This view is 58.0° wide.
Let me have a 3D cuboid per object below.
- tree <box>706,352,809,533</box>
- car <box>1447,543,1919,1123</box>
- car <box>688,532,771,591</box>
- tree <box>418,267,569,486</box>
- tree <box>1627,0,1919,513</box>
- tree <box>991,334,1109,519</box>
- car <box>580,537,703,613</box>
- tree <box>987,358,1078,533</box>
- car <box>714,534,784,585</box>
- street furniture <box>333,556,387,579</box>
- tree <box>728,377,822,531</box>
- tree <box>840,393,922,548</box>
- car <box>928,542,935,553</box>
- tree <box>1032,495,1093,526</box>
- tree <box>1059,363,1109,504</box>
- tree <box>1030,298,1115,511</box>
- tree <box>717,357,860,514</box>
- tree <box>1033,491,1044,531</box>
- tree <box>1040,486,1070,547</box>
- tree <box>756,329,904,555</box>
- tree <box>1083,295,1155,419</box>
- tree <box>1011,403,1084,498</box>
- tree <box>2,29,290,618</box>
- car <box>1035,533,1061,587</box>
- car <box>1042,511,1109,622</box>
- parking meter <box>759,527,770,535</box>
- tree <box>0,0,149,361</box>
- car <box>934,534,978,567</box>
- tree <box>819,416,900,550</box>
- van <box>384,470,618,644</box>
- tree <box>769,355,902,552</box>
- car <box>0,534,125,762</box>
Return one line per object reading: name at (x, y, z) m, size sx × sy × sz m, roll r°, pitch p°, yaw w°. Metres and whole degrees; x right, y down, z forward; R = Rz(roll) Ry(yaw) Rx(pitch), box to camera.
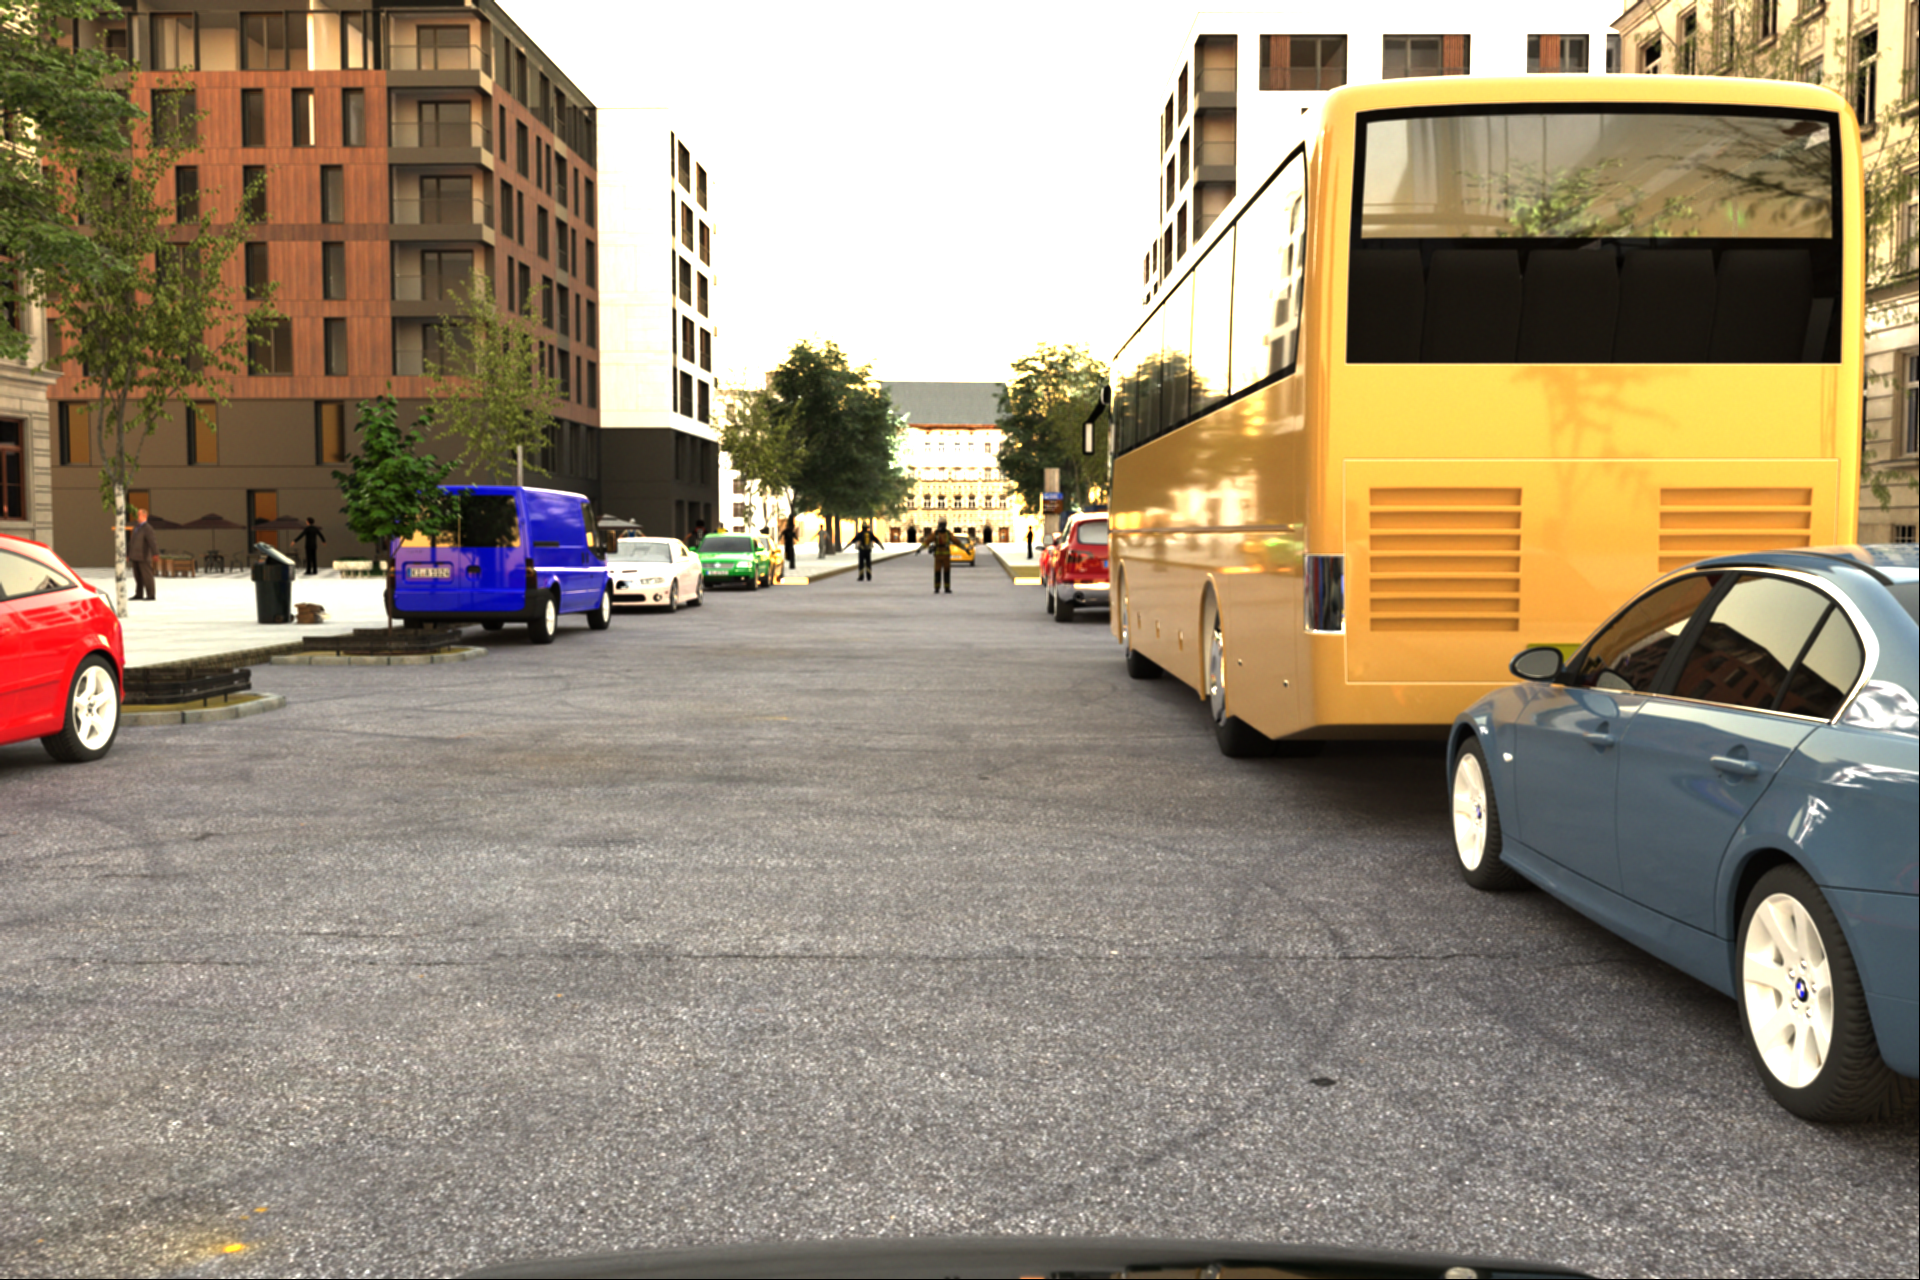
tree at (-8.469, -7.398, 71.320) m, size 4.737 × 8.622 × 4.395 m, roll 0°, pitch 3°, yaw 0°
car at (2.906, 0.398, 5.503) m, size 2.014 × 1.417 × 4.499 m, roll 0°, pitch 4°, yaw 1°
car at (-6.004, -2.226, 45.184) m, size 1.959 × 1.807 × 4.718 m, roll 0°, pitch 4°, yaw 0°
tree at (-12.602, -5.943, 47.534) m, size 4.737 × 8.622 × 4.395 m, roll 0°, pitch 3°, yaw 0°
tree at (9.508, -4.289, 20.489) m, size 4.360 × 8.622 × 3.978 m, roll 0°, pitch 3°, yaw 0°
tree at (6.548, -12.385, 109.149) m, size 9.857 × 13.997 × 8.962 m, roll 0°, pitch 3°, yaw 0°
car at (-6.087, -1.264, 33.036) m, size 2.083 × 1.381 × 4.827 m, roll 0°, pitch 4°, yaw 1°
tree at (6.975, -12.858, 120.591) m, size 12.009 × 13.543 × 11.850 m, roll 0°, pitch 3°, yaw 0°
car at (-6.072, -2.419, 49.774) m, size 2.015 × 1.641 × 3.980 m, roll 0°, pitch 3°, yaw 0°
street furniture at (-13.739, -2.230, 52.091) m, size 10.072 × 0.657 × 5.734 m, roll 0°, pitch 4°, yaw -2°
tree at (-9.321, -8.023, 81.537) m, size 4.360 × 8.622 × 3.978 m, roll 0°, pitch 3°, yaw 0°
tree at (-8.172, -15.289, 156.625) m, size 9.857 × 13.997 × 8.962 m, roll 0°, pitch 3°, yaw 0°
car at (-1.468, -7.282, 128.841) m, size 2.009 × 1.686 × 4.222 m, roll 0°, pitch 4°, yaw 1°
tree at (14.137, -20.707, 245.206) m, size 9.857 × 13.997 × 8.962 m, roll 0°, pitch 3°, yaw 0°
tree at (6.360, -7.663, 75.657) m, size 4.737 × 8.622 × 4.395 m, roll 0°, pitch 3°, yaw 0°
tree at (3.846, -6.366, 54.452) m, size 4.360 × 8.622 × 3.978 m, roll 0°, pitch 3°, yaw 0°
tree at (-9.156, -9.656, 92.286) m, size 8.767 × 10.594 × 7.601 m, roll 1°, pitch 4°, yaw 10°
tree at (7.320, -11.592, 139.898) m, size 4.737 × 8.622 × 4.395 m, roll 0°, pitch 3°, yaw 0°
tree at (7.142, -12.369, 152.601) m, size 4.360 × 8.622 × 3.978 m, roll 0°, pitch 3°, yaw 0°
tree at (-8.096, -12.263, 107.162) m, size 9.857 × 13.997 × 8.962 m, roll 0°, pitch 3°, yaw 0°
tree at (8.627, -7.817, 62.223) m, size 8.767 × 10.594 × 7.601 m, roll 0°, pitch 4°, yaw 3°
tree at (7.067, -12.583, 131.488) m, size 9.928 × 11.665 × 9.643 m, roll 0°, pitch 3°, yaw 0°
tree at (-12.683, -4.655, 26.464) m, size 4.737 × 8.622 × 4.395 m, roll 0°, pitch 3°, yaw 0°
car at (3.191, -2.419, 48.587) m, size 2.155 × 1.783 × 4.494 m, roll 0°, pitch 4°, yaw 1°
car at (2.567, -1.289, 29.746) m, size 2.281 × 1.827 × 5.304 m, roll 0°, pitch 4°, yaw 1°
parking meter at (-6.606, -3.061, 58.452) m, size 0.372 × 1.533 × 0.369 m, roll 0°, pitch 3°, yaw 0°
tree at (-12.333, -6.069, 17.363) m, size 7.486 × 12.596 × 7.792 m, roll 0°, pitch 3°, yaw 0°
car at (-0.177, -4.134, 77.812) m, size 2.015 × 1.641 × 3.980 m, roll 0°, pitch 4°, yaw 1°
tree at (-8.450, -13.477, 138.482) m, size 7.486 × 12.596 × 7.792 m, roll 0°, pitch 3°, yaw 0°
van at (-6.245, -1.215, 24.250) m, size 2.240 × 2.365 × 5.245 m, roll 0°, pitch 4°, yaw 0°
tree at (-8.496, -13.102, 120.876) m, size 9.857 × 13.997 × 8.962 m, roll 0°, pitch 3°, yaw 0°
car at (-6.358, -0.027, 9.482) m, size 2.155 × 1.783 × 4.494 m, roll 0°, pitch 4°, yaw 1°
